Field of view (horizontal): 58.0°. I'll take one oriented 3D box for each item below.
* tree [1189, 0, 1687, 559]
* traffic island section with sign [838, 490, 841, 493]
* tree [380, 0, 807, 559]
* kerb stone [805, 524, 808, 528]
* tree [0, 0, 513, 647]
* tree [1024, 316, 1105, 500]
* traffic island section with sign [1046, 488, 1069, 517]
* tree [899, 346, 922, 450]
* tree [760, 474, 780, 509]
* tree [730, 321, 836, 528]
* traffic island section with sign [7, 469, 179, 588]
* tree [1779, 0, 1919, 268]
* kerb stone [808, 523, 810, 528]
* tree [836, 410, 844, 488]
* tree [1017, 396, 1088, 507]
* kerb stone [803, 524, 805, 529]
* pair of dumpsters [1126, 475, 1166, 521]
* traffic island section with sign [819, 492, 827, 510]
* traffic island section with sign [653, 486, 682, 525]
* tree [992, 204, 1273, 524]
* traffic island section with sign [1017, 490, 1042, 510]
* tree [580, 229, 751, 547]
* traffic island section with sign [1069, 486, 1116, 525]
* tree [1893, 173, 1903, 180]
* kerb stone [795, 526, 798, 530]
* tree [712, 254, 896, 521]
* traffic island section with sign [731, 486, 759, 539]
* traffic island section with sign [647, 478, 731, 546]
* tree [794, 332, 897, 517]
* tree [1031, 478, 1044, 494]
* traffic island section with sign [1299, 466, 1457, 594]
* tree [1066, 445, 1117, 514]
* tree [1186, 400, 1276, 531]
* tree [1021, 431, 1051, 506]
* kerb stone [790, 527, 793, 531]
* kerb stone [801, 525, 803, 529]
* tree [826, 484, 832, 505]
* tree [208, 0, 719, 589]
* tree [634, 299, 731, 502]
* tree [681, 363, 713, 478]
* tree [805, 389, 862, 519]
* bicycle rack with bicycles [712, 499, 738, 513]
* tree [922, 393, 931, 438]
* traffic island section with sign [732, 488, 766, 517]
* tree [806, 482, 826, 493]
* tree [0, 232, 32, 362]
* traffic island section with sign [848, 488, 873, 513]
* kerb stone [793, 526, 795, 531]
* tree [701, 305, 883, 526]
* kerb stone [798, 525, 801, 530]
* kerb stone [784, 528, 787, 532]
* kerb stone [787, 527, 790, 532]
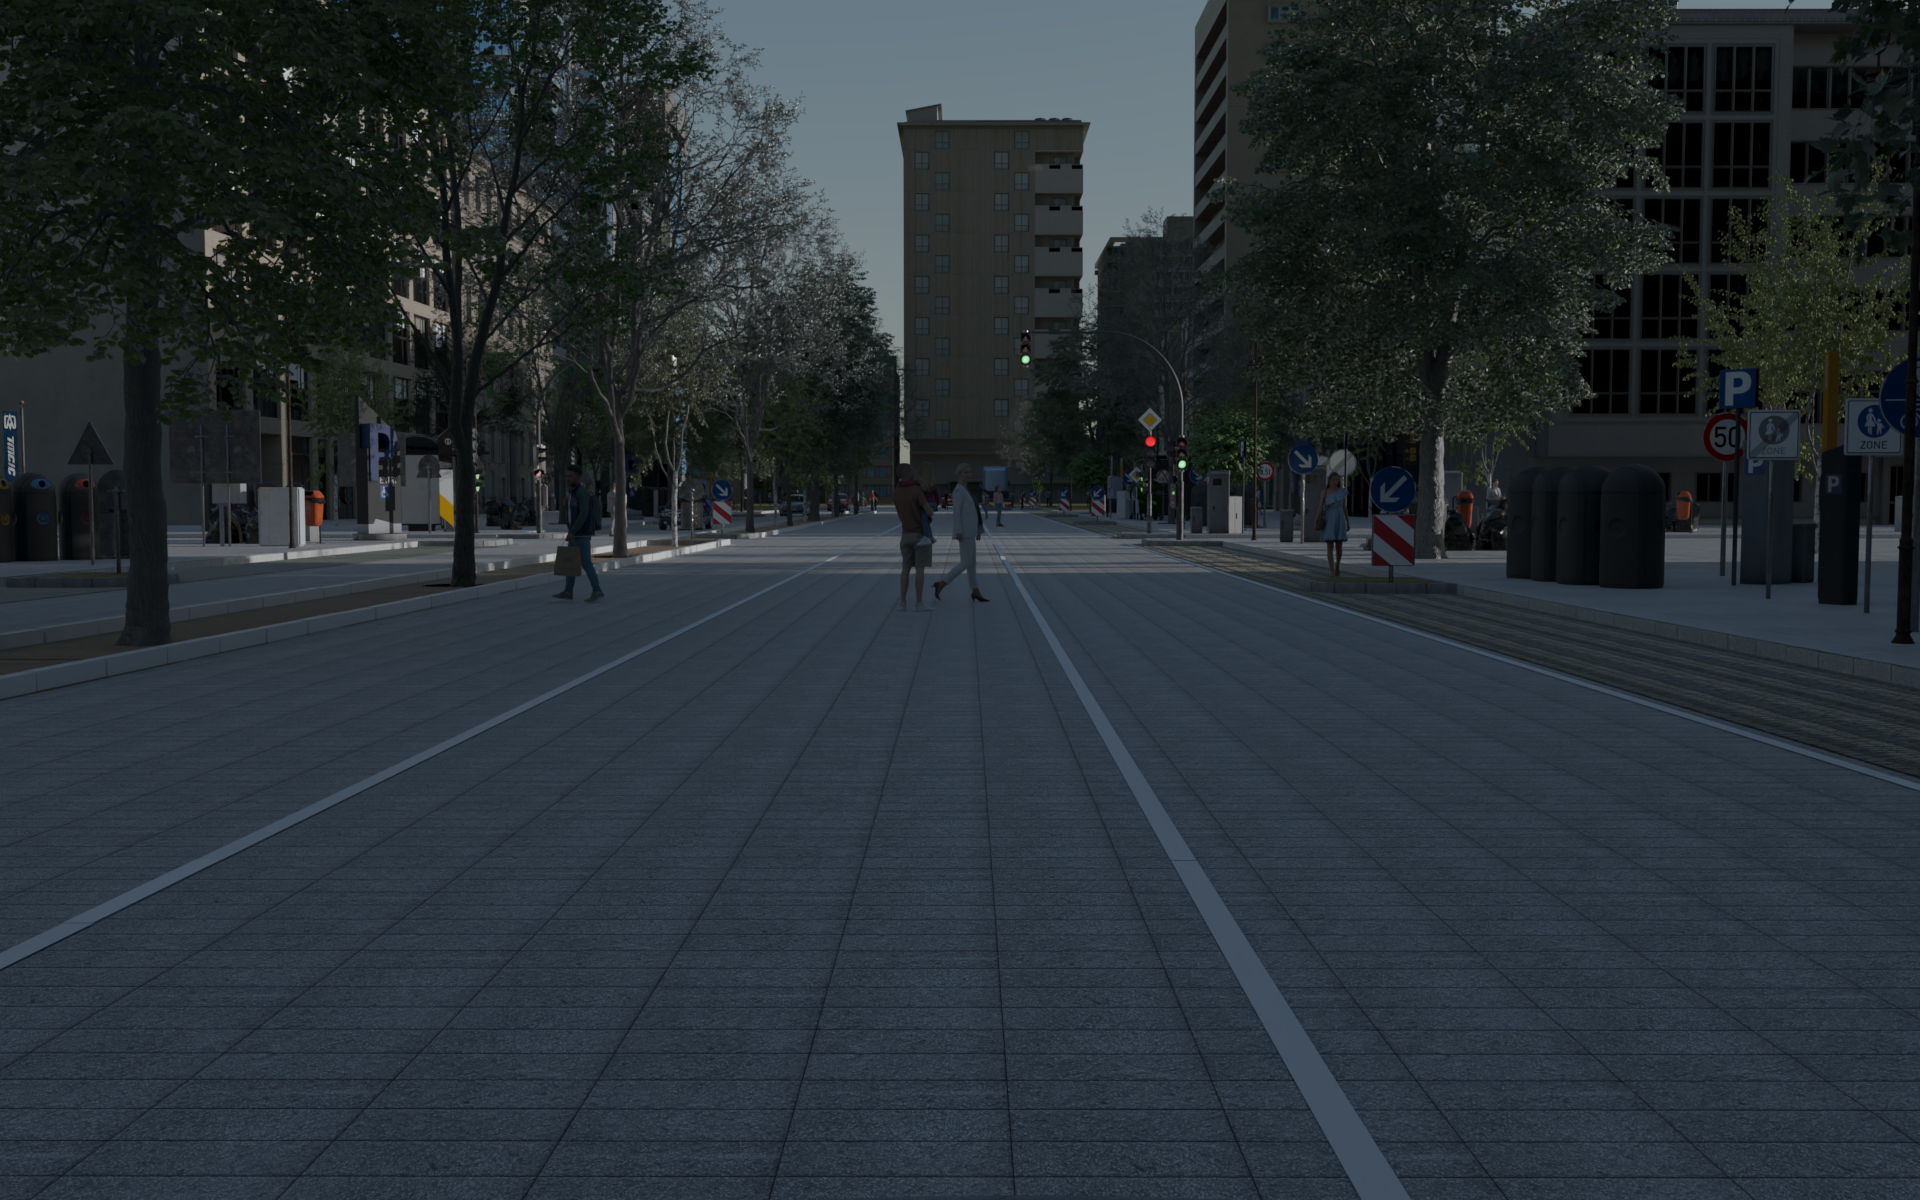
[{"bbox_3d":[9.280,-7.802,34.219,9.857,13.997,8.962,0,3,0],"label":"tree"},{"bbox_3d":[-13.035,-10.822,185.567,1.989,1.847,2.006,0,4,0],"label":"traffic island section with sign"},{"bbox_3d":[-7.568,-7.670,38.229,12.009,13.543,11.850,0,3,0],"label":"tree"},{"bbox_3d":[-6.539,-3.043,71.945,0.120,0.150,1.000,0,4,0],"label":"kerb stone"},{"bbox_3d":[-7.793,-5.862,16.434,7.486,12.596,7.792,0,3,0],"label":"tree"},{"bbox_3d":[9.524,-13.109,120.982,9.857,13.997,8.962,0,3,0],"label":"tree"},{"bbox_3d":[6.352,-6.082,108.063,1.989,1.847,2.006,0,4,0],"label":"traffic island section with sign"},{"bbox_3d":[-7.547,-9.122,61.971,12.009,13.543,11.850,0,3,0],"label":"tree"},{"bbox_3d":[-15.793,-9.177,144.639,1.663,3.219,1.824,0,3,0],"label":"tree"},{"bbox_3d":[-7.595,-7.243,71.240,4.737,8.622,4.395,0,3,0],"label":"tree"},{"bbox_3d":[-13.505,-1.139,27.258,1.989,1.847,2.006,0,4,0],"label":"traffic island section with sign"},{"bbox_3d":[8.085,-5.498,6.906,9.611,12.733,9.660,0,3,0],"label":"tree"},{"bbox_3d":[-6.545,-3.105,72.968,0.120,0.150,1.000,0,4,0],"label":"kerb stone"},{"bbox_3d":[-7.538,-8.039,84.263,4.737,8.622,4.395,0,3,0],"label":"tree"},{"bbox_3d":[9.396,-15.362,176.923,9.928,11.665,9.643,0,3,0],"label":"tree"},{"bbox_3d":[-6.538,-2.978,70.923,0.120,0.150,1.000,0,4,0],"label":"kerb stone"},{"bbox_3d":[9.200,-5.086,85.656,1.574,2.255,4.437,0,4,0],"label":"pair of dumpsters"},{"bbox_3d":[-13.112,-9.173,158.612,1.989,1.847,2.006,0,4,0],"label":"traffic island section with sign"},{"bbox_3d":[-13.349,-4.474,81.784,1.989,1.847,2.006,0,4,0],"label":"traffic island section with sign"},{"bbox_3d":[8.955,-9.989,73.696,12.009,13.543,11.850,0,3,0],"label":"tree"},{"bbox_3d":[6.502,-9.152,158.264,1.989,1.847,2.006,0,4,0],"label":"traffic island section with sign"},{"bbox_3d":[-7.705,-5.739,46.648,4.360,8.622,3.978,0,3,0],"label":"tree"},{"bbox_3d":[6.279,-4.433,81.108,1.989,1.847,2.006,0,4,0],"label":"traffic island section with sign"},{"bbox_3d":[15.848,-4.596,25.507,4.360,8.622,3.978,0,3,0],"label":"tree"},{"bbox_3d":[-6.562,-2.792,67.847,0.120,0.150,1.000,0,4,0],"label":"kerb stone"},{"bbox_3d":[-7.764,-11.159,91.567,9.857,13.997,8.962,0,3,0],"label":"tree"},{"bbox_3d":[-7.625,-2.940,56.211,2.006,1.907,1.989,0,4,0],"label":"traffic island section with sign"},{"bbox_3d":[-7.657,-2.487,48.804,2.006,1.907,1.989,0,4,0],"label":"traffic island section with sign"},{"bbox_3d":[-7.726,-11.349,106.142,7.486,12.596,7.792,0,3,0],"label":"tree"},{"bbox_3d":[9.000,-12.669,201.746,1.663,3.219,1.824,0,3,0],"label":"tree"},{"bbox_3d":[6.104,-1.039,25.613,1.989,1.847,2.006,0,4,0],"label":"traffic island section with sign"},{"bbox_3d":[8.658,-7.967,113.980,4.285,4.588,4.351,0,3,0],"label":"tree"},{"bbox_3d":[9.464,-4.726,60.977,4.285,4.588,4.351,0,3,0],"label":"tree"},{"bbox_3d":[8.778,-14.769,191.840,4.360,8.622,3.978,0,3,0],"label":"tree"},{"bbox_3d":[-6.560,-2.667,65.802,0.120,0.150,1.000,0,4,0],"label":"kerb stone"},{"bbox_3d":[-6.545,-2.918,69.901,0.120,0.150,1.000,0,4,0],"label":"kerb stone"},{"bbox_3d":[-15.686,-13.131,209.298,1.663,3.219,1.824,0,3,0],"label":"tree"},{"bbox_3d":[-7.527,-5.992,26.190,9.928,11.665,9.643,0,3,0],"label":"tree"},{"bbox_3d":[-16.467,-10.859,95.665,7.486,12.596,7.792,0,3,0],"label":"tree"},{"bbox_3d":[-16.445,-13.692,130.520,9.857,13.997,8.962,0,3,0],"label":"tree"},{"bbox_3d":[-7.321,-8.967,99.423,4.360,8.622,3.978,0,3,0],"label":"tree"},{"bbox_3d":[-17.058,-6.533,120.190,2.852,0.926,2.925,-2,4,-32],"label":"bicycle rack with bicycles"},{"bbox_3d":[-6.964,-12.423,115.940,12.009,13.543,11.850,0,3,0],"label":"tree"},{"bbox_3d":[-13.269,-6.134,108.912,1.989,1.847,2.006,0,4,0],"label":"traffic island section with sign"},{"bbox_3d":[-15.694,-11.566,183.703,1.663,3.219,1.824,0,3,0],"label":"tree"},{"bbox_3d":[-23.836,-5.504,40.356,4.360,8.622,3.978,0,3,0],"label":"tree"},{"bbox_3d":[-7.410,-7.536,131.350,2.006,1.907,1.989,0,4,0],"label":"traffic island section with sign"},{"bbox_3d":[-6.561,-2.729,66.824,0.120,0.150,1.000,0,4,0],"label":"kerb stone"},{"bbox_3d":[-7.574,-8.597,77.438,8.767,10.594,7.601,0,4,0],"label":"tree"},{"bbox_3d":[-6.549,-2.855,68.879,0.120,0.150,1.000,0,4,0],"label":"kerb stone"},{"bbox_3d":[-6.565,-2.542,63.752,0.120,0.150,1.000,0,4,0],"label":"kerb stone"},{"bbox_3d":[-6.567,-2.602,64.779,0.120,0.150,1.000,0,4,0],"label":"kerb stone"}]
